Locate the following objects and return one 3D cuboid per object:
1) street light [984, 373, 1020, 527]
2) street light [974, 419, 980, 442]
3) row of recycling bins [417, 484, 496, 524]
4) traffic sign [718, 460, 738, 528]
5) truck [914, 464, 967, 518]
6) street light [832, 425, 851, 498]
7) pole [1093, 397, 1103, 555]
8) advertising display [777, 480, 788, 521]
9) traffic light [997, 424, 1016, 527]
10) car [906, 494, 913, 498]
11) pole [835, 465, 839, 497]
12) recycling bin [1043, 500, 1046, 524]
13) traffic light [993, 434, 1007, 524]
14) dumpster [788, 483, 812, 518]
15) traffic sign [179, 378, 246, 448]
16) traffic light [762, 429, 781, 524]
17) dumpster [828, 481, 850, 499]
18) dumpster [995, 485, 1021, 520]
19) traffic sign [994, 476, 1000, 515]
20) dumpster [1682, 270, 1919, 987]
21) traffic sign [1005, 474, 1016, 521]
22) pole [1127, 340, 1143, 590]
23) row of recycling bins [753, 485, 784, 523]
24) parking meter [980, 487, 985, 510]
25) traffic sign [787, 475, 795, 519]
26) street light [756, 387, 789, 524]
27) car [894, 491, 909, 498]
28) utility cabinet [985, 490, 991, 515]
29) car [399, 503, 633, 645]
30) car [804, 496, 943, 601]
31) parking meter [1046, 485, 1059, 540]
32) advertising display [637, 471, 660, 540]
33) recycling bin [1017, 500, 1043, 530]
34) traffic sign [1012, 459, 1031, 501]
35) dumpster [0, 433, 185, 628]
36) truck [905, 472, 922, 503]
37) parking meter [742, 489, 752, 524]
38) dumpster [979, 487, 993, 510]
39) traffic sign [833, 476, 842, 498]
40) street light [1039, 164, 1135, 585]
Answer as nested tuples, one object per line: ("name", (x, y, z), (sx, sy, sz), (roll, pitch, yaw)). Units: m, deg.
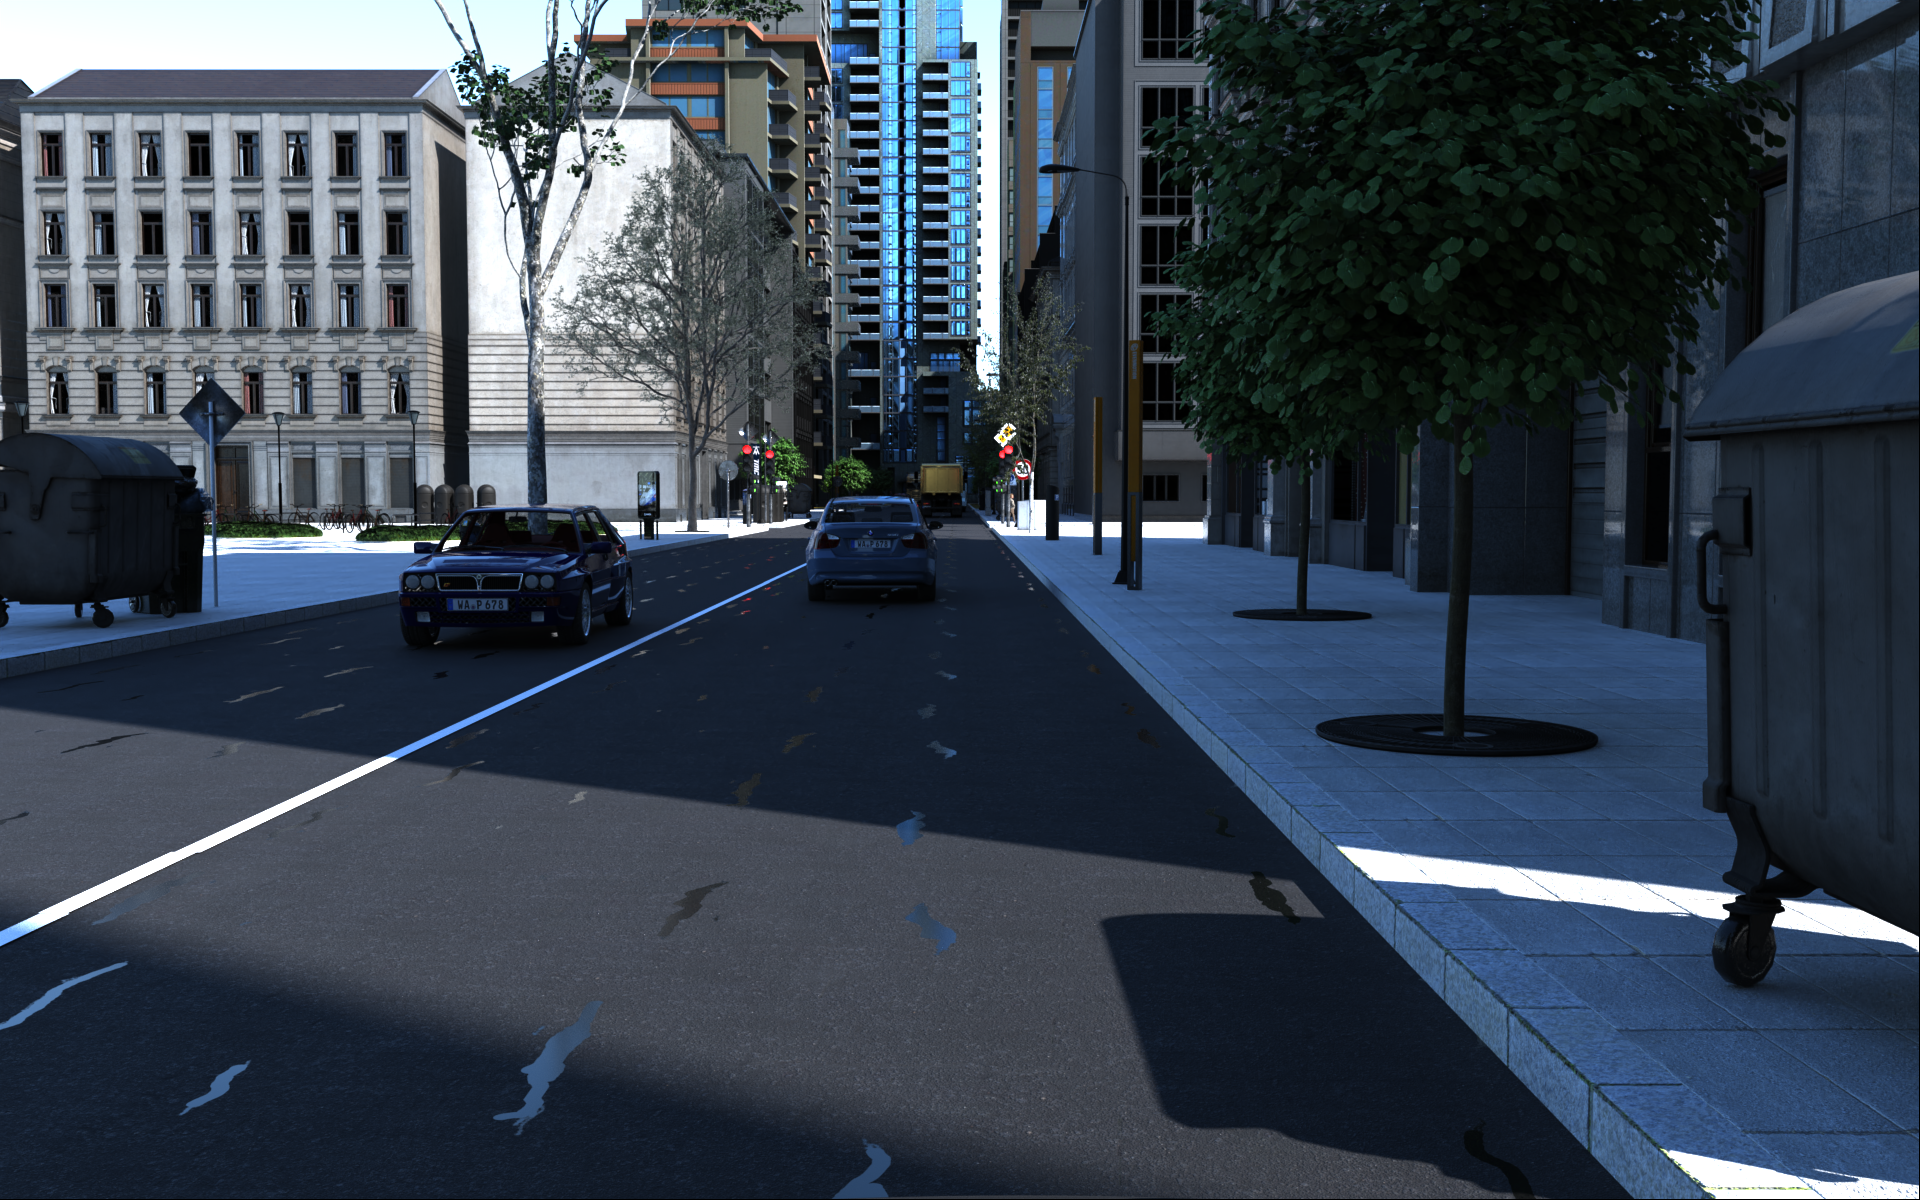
("street light", (1.698, -5.752, 66.580), (1.470, 5.913, 1.316), (0, 3, 0))
("street light", (1.576, -8.275, 107.837), (1.470, 5.913, 1.316), (0, 3, 0))
("row of recycling bins", (-21.615, -4.104, 74.217), (3.534, 1.692, 1.069), (0, 4, 4))
("traffic sign", (-8.746, -3.991, 65.351), (0.768, 2.556, 0.104), (1, 4, 8))
("truck", (-1.184, -6.918, 109.037), (3.469, 3.379, 9.791), (0, 4, -1))
("street light", (-8.031, -8.806, 116.512), (1.470, 5.913, 1.316), (0, 3, 0))
("pole", (2.904, -2.609, 36.497), (0.158, 3.312, 0.155), (0, 3, 0))
("advertising display", (-8.426, -4.666, 81.501), (0.123, 1.923, 0.974), (2, 4, 28))
("traffic light", (1.842, -4.751, 66.593), (0.839, 4.253, 0.868), (0, 3, 0))
("car", (-6.716, -12.359, 211.849), (2.009, 1.686, 4.222), (0, 4, 0))
("pole", (-8.722, -7.890, 122.842), (0.158, 3.312, 0.155), (0, 3, 0))
("recycling bin", (3.222, -3.757, 73.979), (0.722, 1.027, 0.722), (-2, 4, -31))
("traffic light", (1.828, -5.239, 74.578), (0.839, 4.253, 0.868), (0, 3, 0))
("dumpster", (-8.590, -5.310, 92.585), (1.264, 1.857, 1.865), (0, 3, 0))
("traffic sign", (-8.508, -1.223, 19.723), (0.795, 2.593, 0.064), (0, 4, 6))
("traffic light", (-8.133, -5.237, 74.545), (0.839, 4.253, 0.868), (0, 3, 0))
("dumpster", (-8.781, -7.529, 125.598), (1.502, 2.255, 1.985), (0, 3, 0))
("dumpster", (2.376, -4.840, 84.890), (1.264, 1.857, 1.865), (0, 4, 0))
("traffic sign", (2.397, -6.392, 104.612), (0.768, 2.556, 0.104), (0, 4, 3))
("dumpster", (2.555, 0.122, 3.770), (1.264, 1.857, 1.865), (0, 3, 0))
("traffic sign", (2.412, -4.946, 82.994), (0.606, 2.300, 0.079), (0, 4, 2))
("pole", (2.336, -1.788, 23.069), (0.158, 3.312, 0.155), (0, 3, 0))
("row of recycling bins", (-8.652, -4.375, 78.636), (1.069, 1.692, 3.534), (0, 4, 5))
("parking meter", (1.761, -7.975, 136.105), (0.255, 1.863, 0.399), (2, 4, 31))
("traffic sign", (-8.945, -5.486, 89.809), (0.768, 2.556, 0.104), (0, 4, 3))
("street light", (-8.043, -6.232, 74.436), (1.470, 5.913, 1.316), (0, 3, 0))
("car", (-6.619, -11.114, 190.745), (2.155, 1.783, 4.494), (0, 4, 0))
("utility cabinet", (1.676, -5.764, 102.921), (0.318, 1.500, 1.173), (0, 4, -1))
("car", (-4.444, -0.312, 17.682), (1.945, 1.354, 3.894), (0, 4, -2))
("car", (-1.232, -0.769, 24.573), (2.014, 1.417, 4.499), (0, 4, -2))
("parking meter", (2.565, -2.427, 48.085), (0.372, 1.533, 0.369), (0, 3, 0))
("advertising display", (-8.759, -2.662, 48.741), (0.123, 1.923, 0.974), (-3, 5, -43))
("recycling bin", (2.461, -3.010, 61.764), (0.722, 1.027, 0.722), (1, 4, 13))
("traffic sign", (2.267, -3.817, 62.511), (0.768, 2.556, 0.104), (0, 4, 6))
("dumpster", (-8.714, -0.701, 17.217), (1.264, 1.857, 1.865), (0, 4, 0))
("truck", (-5.558, -14.217, 221.357), (2.839, 4.237, 11.283), (0, 4, -1))
("parking meter", (-9.095, -4.010, 73.981), (0.372, 1.533, 0.369), (0, 3, 0))
("dumpster", (2.105, -8.083, 137.909), (1.264, 1.857, 1.865), (0, 3, 0))
("traffic sign", (-8.606, -7.404, 121.153), (0.768, 2.556, 0.104), (1, 4, 9))
("street light", (1.810, -3.181, 24.547), (1.470, 5.913, 1.316), (0, 3, 0))
